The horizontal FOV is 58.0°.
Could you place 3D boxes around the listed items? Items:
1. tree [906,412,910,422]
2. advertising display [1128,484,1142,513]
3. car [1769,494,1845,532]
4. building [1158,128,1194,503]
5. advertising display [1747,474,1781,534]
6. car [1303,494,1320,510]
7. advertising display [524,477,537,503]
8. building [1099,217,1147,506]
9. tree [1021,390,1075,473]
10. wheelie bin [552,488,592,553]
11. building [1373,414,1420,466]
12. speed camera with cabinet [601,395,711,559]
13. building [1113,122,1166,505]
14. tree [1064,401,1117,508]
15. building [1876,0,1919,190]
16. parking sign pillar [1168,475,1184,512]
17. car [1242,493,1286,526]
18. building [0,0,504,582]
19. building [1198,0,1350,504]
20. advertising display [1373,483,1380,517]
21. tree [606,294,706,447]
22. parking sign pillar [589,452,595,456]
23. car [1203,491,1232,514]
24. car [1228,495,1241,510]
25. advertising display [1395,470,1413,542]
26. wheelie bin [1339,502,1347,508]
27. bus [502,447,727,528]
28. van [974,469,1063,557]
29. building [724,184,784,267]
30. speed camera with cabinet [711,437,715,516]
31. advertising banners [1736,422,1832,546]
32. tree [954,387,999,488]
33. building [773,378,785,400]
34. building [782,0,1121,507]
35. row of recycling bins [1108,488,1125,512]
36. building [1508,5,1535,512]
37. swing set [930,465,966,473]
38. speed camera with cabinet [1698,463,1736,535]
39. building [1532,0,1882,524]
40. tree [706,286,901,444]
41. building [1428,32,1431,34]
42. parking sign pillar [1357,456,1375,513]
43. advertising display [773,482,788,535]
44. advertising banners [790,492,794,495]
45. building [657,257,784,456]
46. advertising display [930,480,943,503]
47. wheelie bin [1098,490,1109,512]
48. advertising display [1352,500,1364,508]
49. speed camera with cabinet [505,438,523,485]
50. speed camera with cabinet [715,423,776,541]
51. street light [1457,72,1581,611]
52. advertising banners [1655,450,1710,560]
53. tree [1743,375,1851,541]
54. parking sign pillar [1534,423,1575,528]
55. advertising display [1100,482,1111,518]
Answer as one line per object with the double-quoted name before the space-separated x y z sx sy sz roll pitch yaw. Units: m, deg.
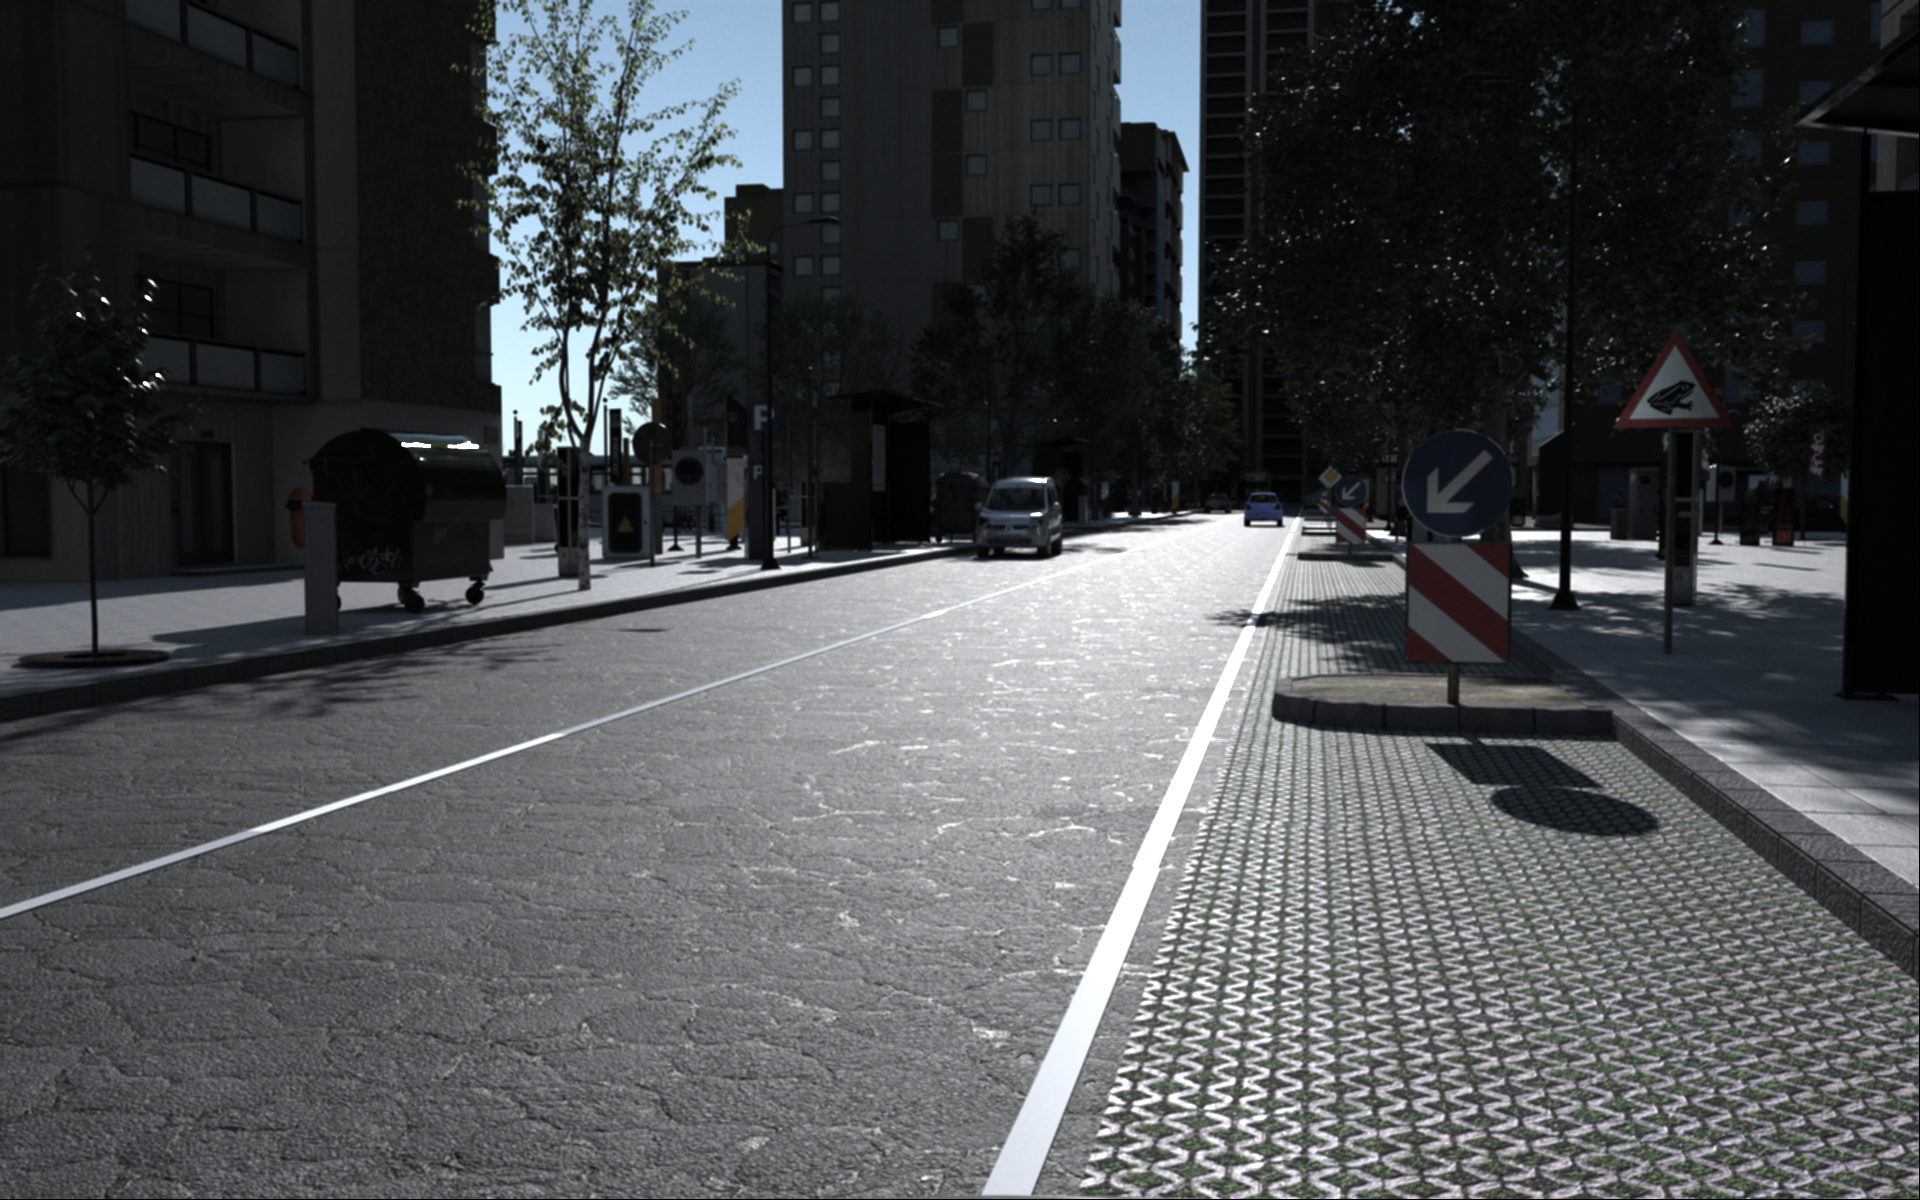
"tree" -3.137 -11.310 135.281 4.737 8.622 4.395 0 3 0
"advertising display" 11.017 -6.368 109.326 0.974 1.923 0.123 -2 4 -28
"car" 30.144 -3.110 60.638 4.222 1.686 2.009 1 4 13
"building" 20.311 -40.425 250.185 27.495 52.752 28.713 1 4 11
"advertising display" 25.508 -3.045 55.007 0.974 1.923 0.123 2 4 25
"car" 32.244 -9.113 157.799 1.959 1.807 4.718 1 4 13
"advertising display" -16.040 -3.702 65.740 0.974 1.923 0.123 0 4 4
"building" 11.698 -24.992 180.316 14.160 30.474 14.107 1 4 11
"tree" 6.882 -10.692 125.181 4.360 8.622 3.978 0 3 0
"wheelie bin" -8.327 -1.792 37.207 0.693 1.594 0.980 -3 4 -37
"building" 70.034 -37.841 238.308 30.456 49.044 23.786 1 4 11
"speed camera with cabinet" -6.040 -2.443 34.278 2.038 3.252 0.660 0 4 -5
"building" 16.665 -34.006 206.107 14.200 45.320 14.600 1 4 11
"tree" 9.938 -10.998 130.184 4.737 8.622 4.395 0 3 0
"building" 27.898 -21.590 36.592 14.154 41.232 14.086 1 4 11
"parking sign pillar" 15.835 -8.532 127.976 1.447 3.967 1.447 1 4 14
"car" 13.735 -4.203 78.308 1.945 1.707 3.694 1 4 11
"building" -17.300 -21.057 27.884 14.154 41.232 14.086 1 4 11
"building" 44.211 -49.144 241.751 20.611 71.187 20.563 1 4 11
"advertising display" 23.716 -5.668 97.889 0.974 1.923 0.123 -3 4 -37
"tree" -14.633 -9.991 89.109 9.928 11.665 9.643 0 3 0
"parking sign pillar" -22.005 -7.129 105.039 1.447 3.967 1.447 -1 4 -12
"car" 19.167 -7.325 128.804 2.155 1.783 4.494 1 4 13
"car" 24.604 -8.854 157.345 1.945 1.354 3.894 1 4 11
"advertising display" 12.063 -2.498 46.050 0.974 1.923 0.123 1 4 9
"wheelie bin" 28.705 -7.446 129.652 0.693 1.594 0.980 0 4 8
"bus" -15.452 -4.607 70.188 13.247 3.499 2.948 1 4 12
"van" 1.424 -2.058 40.666 2.013 2.044 4.112 1 4 9
"building" -25.092 -36.827 252.231 14.200 45.320 14.600 1 4 11
"speed camera with cabinet" -7.057 -3.527 51.997 2.038 3.252 0.660 -2 4 -28
"advertising banners" 20.338 -2.850 42.781 2.074 3.025 0.090 2 4 30
"tree" -0.512 -9.626 107.742 4.360 8.622 3.978 0 3 0
"building" -6.317 -54.589 205.197 31.000 86.520 22.319 1 4 11
"building" 0.316 -34.939 160.496 28.713 52.752 27.495 1 4 11
"row of recycling bins" 10.925 -7.191 124.690 1.069 1.692 3.534 2 4 26
"building" 45.301 -49.080 115.136 22.319 86.520 31.000 1 4 11
"swing set" -0.961 -5.948 94.874 3.119 2.851 2.862 1 4 23
"speed camera with cabinet" 23.407 -3.694 54.735 2.038 3.252 0.660 0 4 -8
"building" 34.780 -26.294 80.023 14.200 45.320 14.600 1 4 11
"tree" -6.976 -9.779 85.648 9.928 11.665 9.643 0 3 0
"building" 64.456 -36.665 188.717 28.713 52.752 27.495 1 4 11
"parking sign pillar" 28.079 -8.016 119.532 1.447 3.967 1.447 1 4 20
"advertising display" -5.845 -3.002 54.295 0.974 1.923 0.123 -1 4 -21
"advertising banners" -13.433 -8.406 133.620 0.090 3.025 2.074 2 4 35
"building" -28.538 -27.118 215.087 14.107 30.474 14.160 1 4 11
"advertising display" -1.116 -4.645 81.153 0.123 1.923 0.974 -2 4 -34
"wheelie bin" 10.104 -6.966 121.799 0.980 1.594 0.693 3 4 37
"advertising display" 19.854 -4.967 86.426 0.123 1.923 0.974 3 5 43
"speed camera with cabinet" -16.027 -4.137 61.980 0.660 3.252 2.038 -1 4 -18
"speed camera with cabinet" -5.873 -3.274 47.874 0.660 3.252 2.038 -3 5 -39
"street light" 6.180 -2.851 19.163 1.470 5.913 1.316 1 4 11
"advertising banners" 14.353 -2.327 34.234 2.074 3.025 0.090 -3 5 -39
"tree" 23.452 -3.926 47.906 4.285 4.588 4.351 0 3 0
"parking sign pillar" 22.714 -4.749 66.114 1.447 3.967 1.447 0 4 1
"advertising display" 7.738 -5.329 92.343 0.123 1.923 0.974 -2 4 -26
